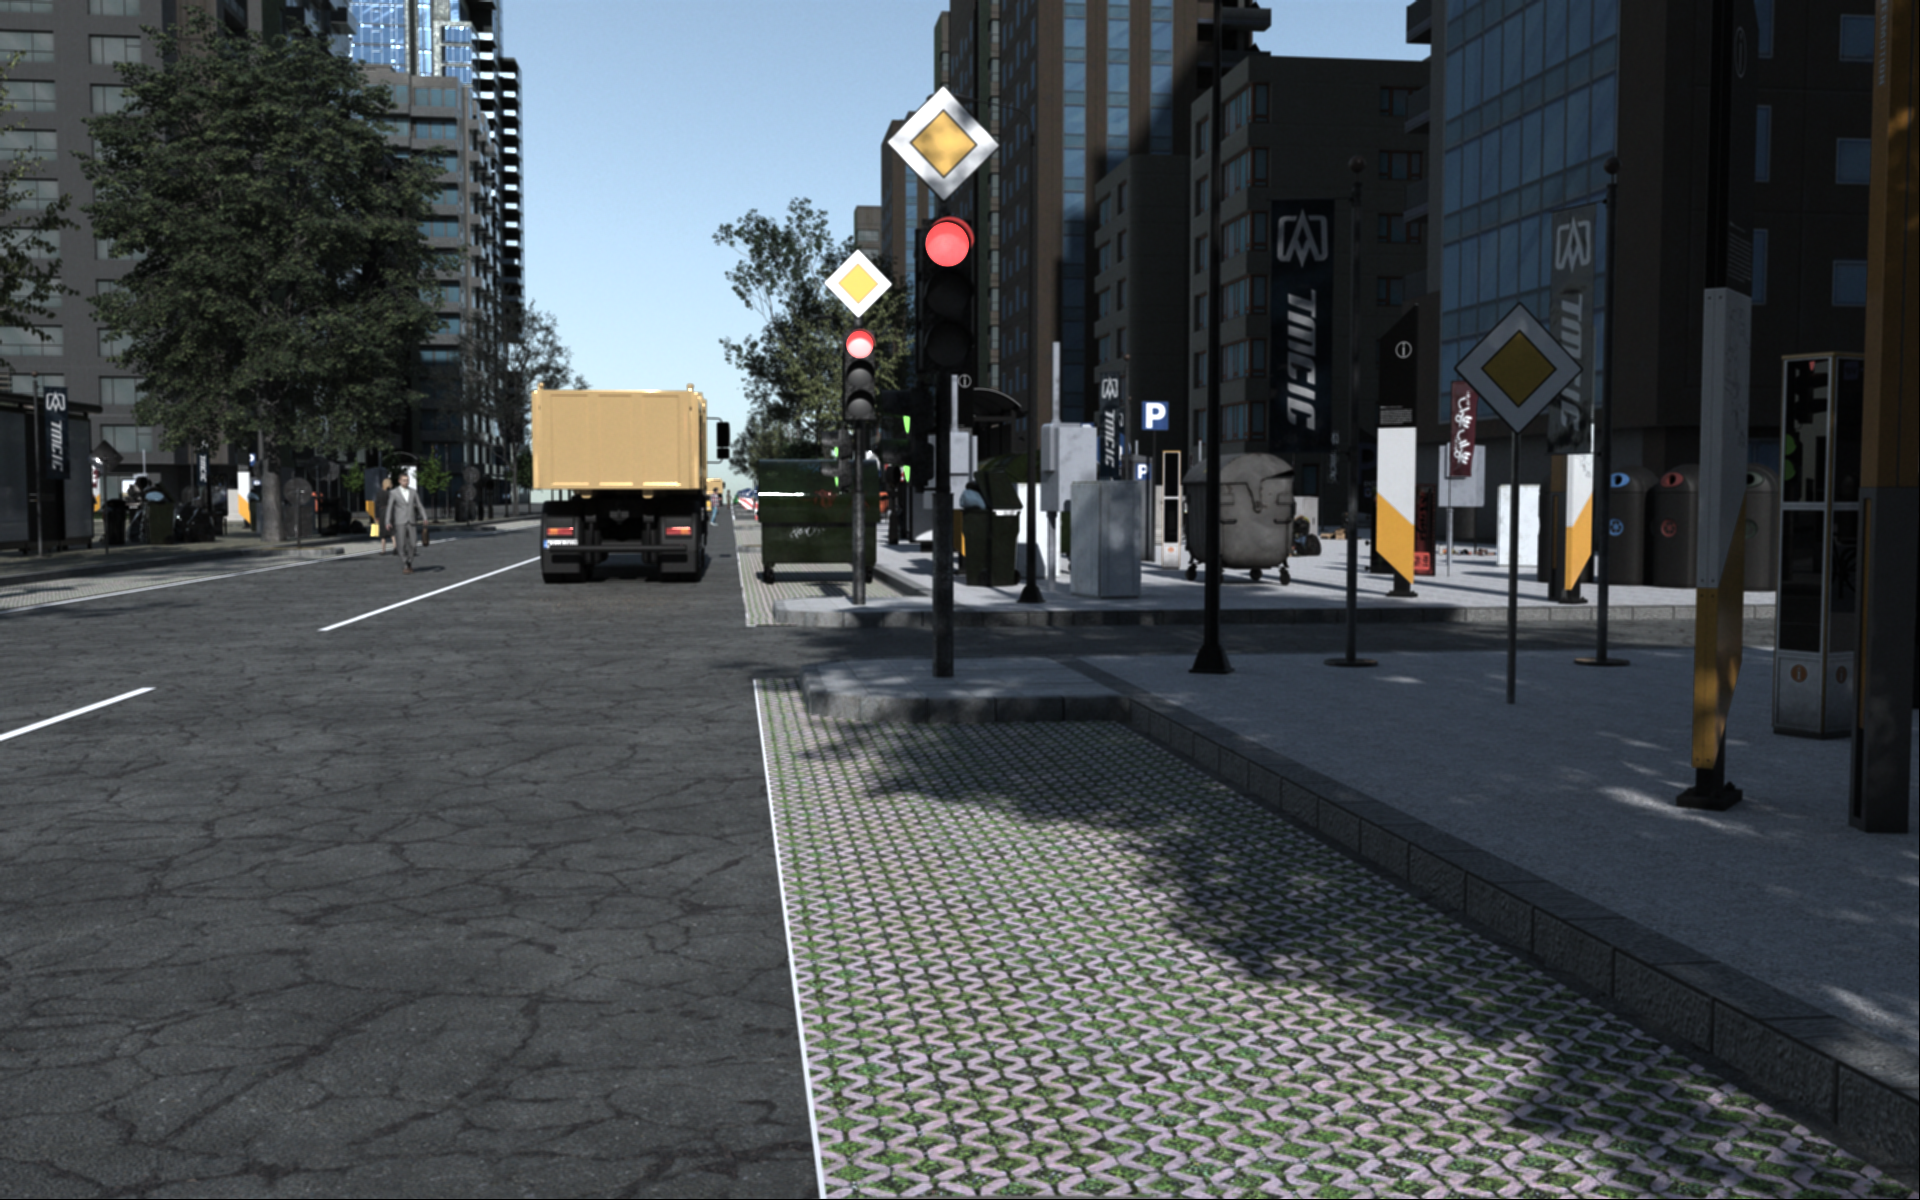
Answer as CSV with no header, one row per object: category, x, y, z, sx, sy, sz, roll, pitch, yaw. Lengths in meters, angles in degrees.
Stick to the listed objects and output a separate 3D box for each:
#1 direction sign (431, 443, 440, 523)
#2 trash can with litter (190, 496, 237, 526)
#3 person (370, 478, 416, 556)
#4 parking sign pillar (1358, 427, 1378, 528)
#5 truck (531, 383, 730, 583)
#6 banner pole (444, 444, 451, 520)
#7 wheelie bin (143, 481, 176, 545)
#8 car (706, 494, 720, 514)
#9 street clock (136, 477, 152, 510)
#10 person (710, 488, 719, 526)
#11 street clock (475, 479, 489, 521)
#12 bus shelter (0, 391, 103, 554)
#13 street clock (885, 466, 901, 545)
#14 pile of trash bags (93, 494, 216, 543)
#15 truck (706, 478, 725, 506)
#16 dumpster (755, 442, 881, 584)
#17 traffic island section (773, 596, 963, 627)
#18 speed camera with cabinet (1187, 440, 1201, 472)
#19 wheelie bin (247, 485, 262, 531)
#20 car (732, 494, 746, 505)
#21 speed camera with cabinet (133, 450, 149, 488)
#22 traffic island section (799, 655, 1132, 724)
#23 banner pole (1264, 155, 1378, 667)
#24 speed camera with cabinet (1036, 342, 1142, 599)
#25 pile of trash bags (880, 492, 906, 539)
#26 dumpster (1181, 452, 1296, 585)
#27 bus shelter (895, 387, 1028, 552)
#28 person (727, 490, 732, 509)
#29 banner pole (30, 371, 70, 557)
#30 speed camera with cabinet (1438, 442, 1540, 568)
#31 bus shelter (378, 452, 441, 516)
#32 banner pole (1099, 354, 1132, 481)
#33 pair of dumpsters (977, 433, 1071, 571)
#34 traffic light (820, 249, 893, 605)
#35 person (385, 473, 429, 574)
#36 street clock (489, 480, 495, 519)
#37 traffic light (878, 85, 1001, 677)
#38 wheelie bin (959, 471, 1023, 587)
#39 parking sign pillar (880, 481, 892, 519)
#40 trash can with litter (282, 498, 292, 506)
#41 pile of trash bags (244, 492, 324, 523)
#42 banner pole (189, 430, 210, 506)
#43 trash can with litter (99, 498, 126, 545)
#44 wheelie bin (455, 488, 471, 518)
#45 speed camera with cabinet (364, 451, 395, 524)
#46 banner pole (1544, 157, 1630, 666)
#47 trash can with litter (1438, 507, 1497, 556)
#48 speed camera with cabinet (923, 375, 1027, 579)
direction sign,-23.160,-5.163,76.414,0.379,3.537,0.876,-2,4,-35
trash can with litter,-29.843,-3.515,68.523,2.233,1.210,1.678,0,4,-1
person,-13.238,-1.935,40.359,0.699,1.804,1.509,-2,4,-33
parking sign pillar,15.473,-4.707,65.434,1.447,3.967,1.447,1,4,18
truck,-5.939,-2.179,31.548,3.469,3.379,9.791,0,4,-7
banner pole,-25.767,-5.935,87.056,0.401,3.779,0.863,-1,4,-21
wheelie bin,-20.184,-2.185,43.637,0.693,1.594,0.980,-3,4,-36
car,-18.268,-6.999,124.652,2.015,1.641,3.980,0,4,-7
street clock,-33.975,-4.123,71.978,0.358,2.002,0.471,1,4,17
person,-11.179,-4.248,78.792,0.643,1.720,0.563,-3,5,-39
street clock,-23.044,-4.807,83.166,0.358,2.002,0.471,2,4,30
bus shelter,-20.551,-3.576,36.098,2.179,5.291,8.768,0,4,-8
street clock,-1.692,-2.411,43.991,0.358,2.002,0.471,2,4,25
pile of trash bags,-21.605,-2.206,45.814,3.447,1.369,1.912,-2,4,-29
truck,-30.601,-13.298,213.353,3.469,3.379,9.791,-1,4,-9
dumpster,-2.288,-1.401,27.853,1.985,2.255,1.502,0,4,-7
traffic island section,-1.151,0.132,20.121,2.009,0.180,2.903,0,4,-8
speed camera with cabinet,9.491,-4.280,64.320,2.038,3.252,0.660,-1,4,-12
wheelie bin,-24.092,-3.165,59.658,0.693,1.594,0.980,2,4,26
car,-27.194,-12.584,214.540,1.959,1.807,4.718,-1,4,-9
speed camera with cabinet,-36.693,-5.095,77.641,0.660,3.252,2.038,-1,4,-21
traffic island section,-0.097,0.616,12.205,2.009,0.180,2.903,0,4,-8
banner pole,2.711,-1.403,12.951,0.863,3.779,0.401,1,4,9
speed camera with cabinet,1.646,-1.693,22.019,0.660,3.252,2.038,-1,4,-19
pile of trash bags,-0.279,-2.476,50.241,3.447,1.369,1.912,-2,4,-31
dumpster,4.013,-1.173,24.941,1.264,1.857,1.865,0,4,-7
bus shelter,-0.005,-2.549,35.593,2.014,3.302,5.546,0,4,-8
person,-21.878,-9.513,164.044,0.705,1.824,1.348,1,4,11
banner pole,-18.641,-2.780,35.464,0.401,3.779,0.863,3,5,41
speed camera with cabinet,9.567,-2.222,30.659,2.038,3.252,0.660,2,4,34
bus shelter,-27.300,-5.639,86.118,2.014,3.302,5.546,0,4,-7
banner pole,2.819,-2.518,31.184,0.863,3.779,0.401,3,5,45
pair of dumpsters,1.042,-1.661,29.644,1.574,2.255,4.437,0,4,-8
traffic light,-1.192,-1.901,20.001,0.839,4.253,0.868,0,4,-8
person,-9.942,-1.377,31.137,0.709,1.813,0.853,-3,4,-38
street clock,-24.221,-5.181,89.275,0.471,2.002,0.358,-2,4,-26
traffic light,-0.138,-1.417,12.086,0.839,4.253,0.868,0,4,-8
wheelie bin,0.400,-0.998,24.218,0.980,1.594,0.693,-3,5,-45
parking sign pillar,-3.505,-6.148,88.990,1.447,3.967,1.447,0,4,5
trash can with litter,-24.394,-3.091,61.921,1.055,1.170,0.624,0,4,-8
pile of trash bags,-30.408,-4.189,78.246,1.912,1.369,3.447,3,5,42
banner pole,-29.305,-4.689,66.690,0.863,3.779,0.401,-1,4,-20
trash can with litter,-21.505,-1.981,43.780,0.624,1.170,1.055,-3,5,-45
wheelie bin,-24.164,-4.665,84.187,0.693,1.594,0.980,-3,4,-38
speed camera with cabinet,-20.431,-4.111,61.558,0.660,3.252,2.038,1,4,8
banner pole,4.753,-1.416,13.174,0.401,3.779,0.863,-2,4,-23
trash can with litter,10.955,-1.553,36.453,2.233,1.210,1.678,3,4,36
speed camera with cabinet,0.488,-1.942,26.092,2.038,3.252,0.660,-1,4,-22
